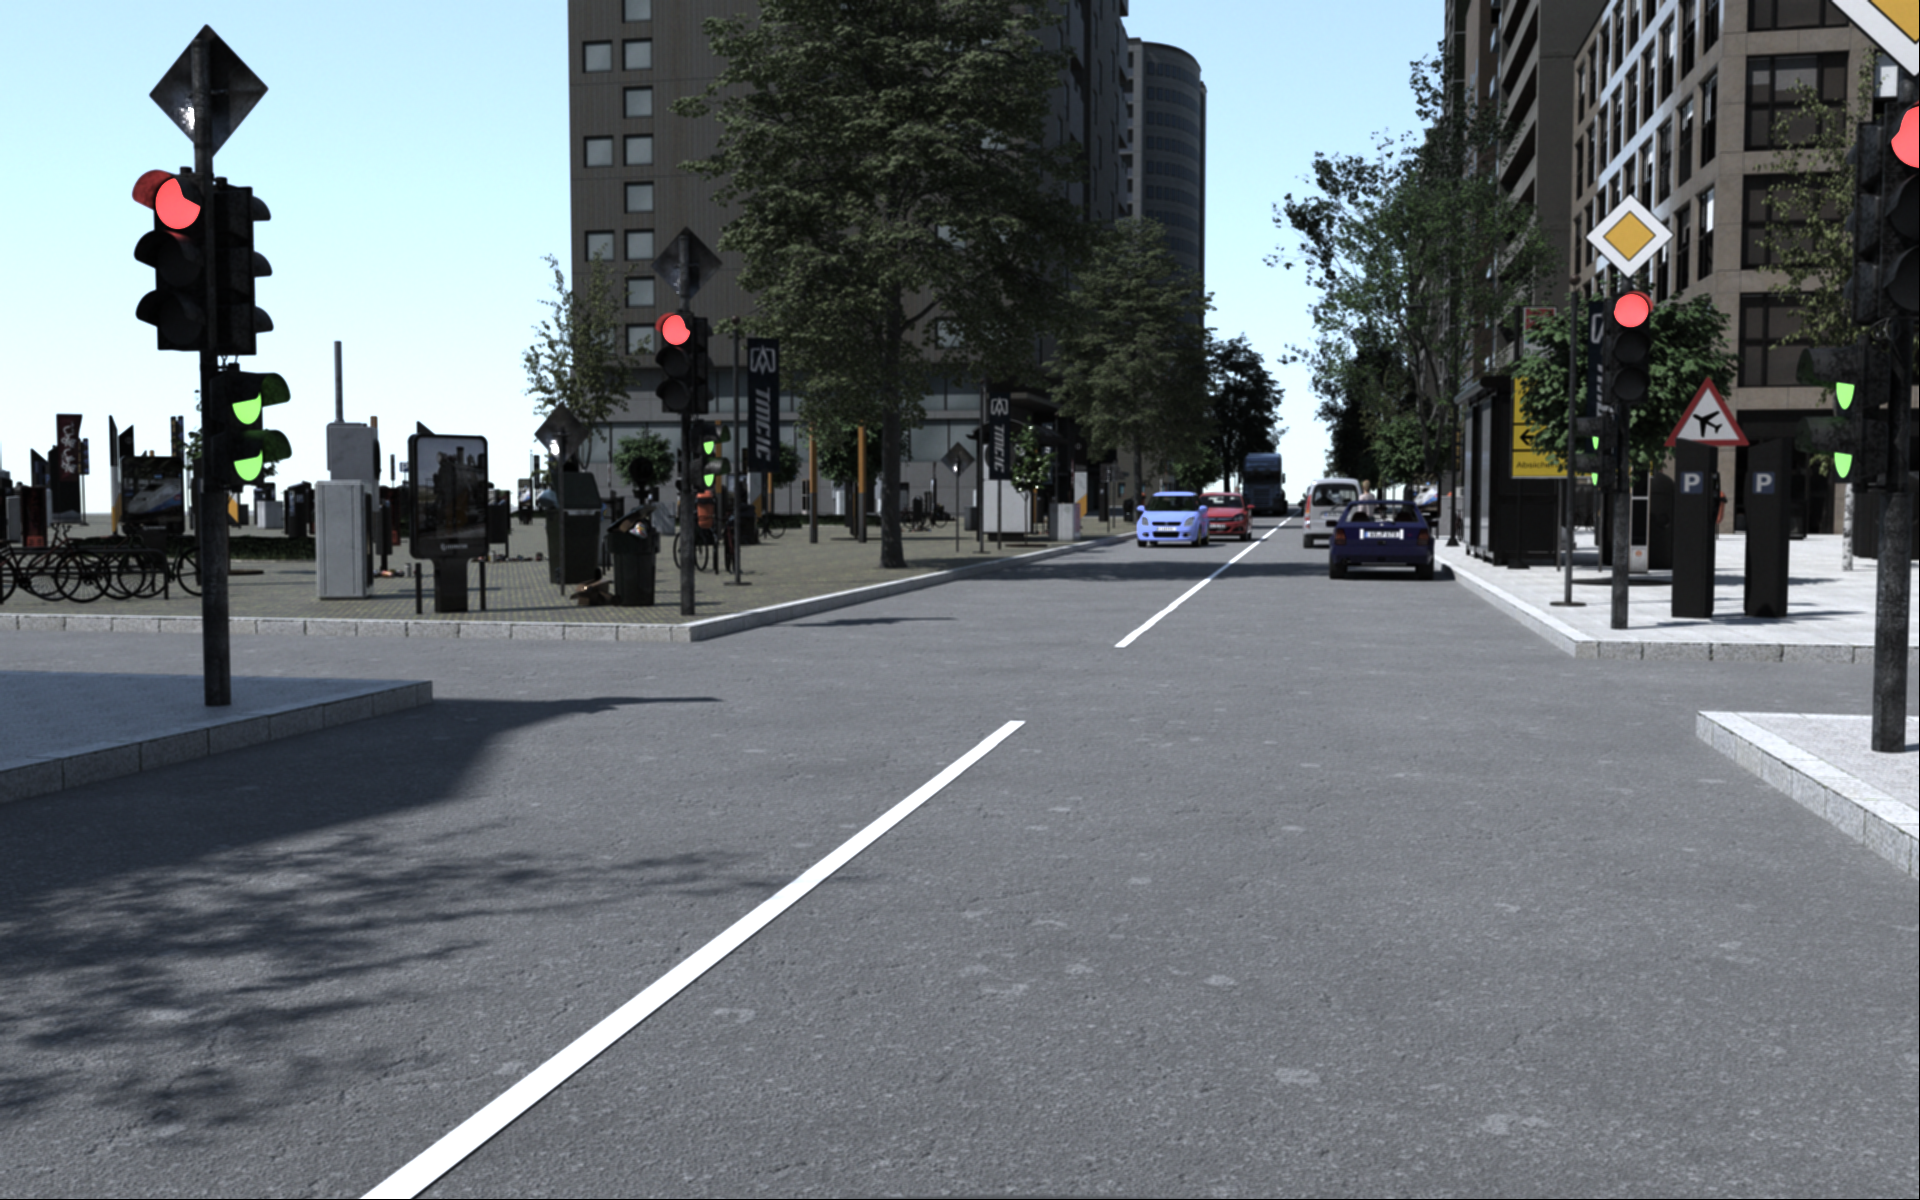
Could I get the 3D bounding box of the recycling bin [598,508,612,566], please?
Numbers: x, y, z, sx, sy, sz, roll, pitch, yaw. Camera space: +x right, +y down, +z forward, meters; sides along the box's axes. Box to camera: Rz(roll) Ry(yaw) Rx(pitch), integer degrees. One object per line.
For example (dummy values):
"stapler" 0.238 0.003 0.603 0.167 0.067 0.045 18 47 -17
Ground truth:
"recycling bin" -6.714 -1.124 30.937 0.722 1.027 0.722 2 4 29

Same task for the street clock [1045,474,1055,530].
"street clock" 3.238 -3.516 62.050 0.471 2.002 0.358 1 4 18

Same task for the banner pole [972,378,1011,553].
"banner pole" 0.698 -2.907 37.552 0.863 3.779 0.401 0 4 -1

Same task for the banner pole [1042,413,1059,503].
"banner pole" 2.812 -3.877 53.398 0.401 3.779 0.863 -3 5 -44

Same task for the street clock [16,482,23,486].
"street clock" -55.275 -5.949 101.834 0.471 2.002 0.358 3 5 44

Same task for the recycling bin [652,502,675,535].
"recycling bin" -9.393 -2.587 54.852 0.722 1.027 0.722 -1 4 -10

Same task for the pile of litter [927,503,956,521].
"pile of litter" -0.937 -4.196 82.566 1.719 0.858 1.176 2 4 32

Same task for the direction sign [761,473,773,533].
"direction sign" -6.400 -3.991 57.255 0.876 3.537 0.379 0 4 0

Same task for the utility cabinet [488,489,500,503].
"utility cabinet" -20.022 -3.973 73.632 1.173 1.500 0.318 3 5 42

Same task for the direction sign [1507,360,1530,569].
"direction sign" 9.594 -2.303 29.645 0.379 3.537 0.876 2 4 29

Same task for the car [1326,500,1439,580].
"car" 7.383 -1.085 30.325 1.945 1.354 3.894 1 4 14

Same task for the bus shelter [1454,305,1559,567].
"bus shelter" 11.133 -3.490 34.699 2.179 5.291 8.768 1 4 12

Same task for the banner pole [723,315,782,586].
"banner pole" -2.927 -2.106 24.453 0.863 3.779 0.401 -1 4 -21

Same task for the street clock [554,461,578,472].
"street clock" -8.736 -2.073 38.472 0.471 2.002 0.358 -2 4 -31

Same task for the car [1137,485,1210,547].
"car" 5.901 -2.334 47.746 1.945 1.707 3.694 1 4 13

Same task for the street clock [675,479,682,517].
"street clock" -13.819 -4.958 85.633 0.471 2.002 0.358 2 4 33

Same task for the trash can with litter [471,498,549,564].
"trash can with litter" -8.493 -1.351 33.141 1.678 1.210 2.233 2 4 33

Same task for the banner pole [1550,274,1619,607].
"banner pole" 7.232 -1.824 19.837 0.863 3.779 0.401 0 4 -2

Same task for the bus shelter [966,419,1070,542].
"bus shelter" 1.706 -3.364 48.919 2.014 3.302 5.546 1 4 12

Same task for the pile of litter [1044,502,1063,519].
"pile of litter" 5.179 -4.573 88.741 1.719 0.858 1.176 2 4 32

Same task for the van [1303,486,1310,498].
"van" 28.466 -8.160 137.803 2.240 2.365 5.245 1 4 10

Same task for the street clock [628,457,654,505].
"street clock" -6.244 -1.797 33.948 0.471 2.002 0.358 -1 4 -15

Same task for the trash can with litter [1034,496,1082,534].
"trash can with litter" 2.764 -2.704 55.274 2.233 1.210 1.678 1 4 19

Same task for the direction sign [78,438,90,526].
"direction sign" -35.617 -4.792 70.347 0.876 3.537 0.379 2 4 33

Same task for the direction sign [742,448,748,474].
"direction sign" -10.424 -5.725 85.603 0.379 3.537 0.876 3 5 41

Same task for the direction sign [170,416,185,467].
"direction sign" -22.684 -3.564 50.274 0.876 3.537 0.379 3 5 45

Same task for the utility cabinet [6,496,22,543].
"utility cabinet" -24.908 -2.101 45.516 0.306 1.237 1.020 -2 4 -34

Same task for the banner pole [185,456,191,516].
"banner pole" -45.742 -6.894 102.736 0.401 3.779 0.863 -3 5 -42

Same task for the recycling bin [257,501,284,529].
"recycling bin" -25.321 -3.122 63.600 0.722 1.027 0.722 -3 5 -44

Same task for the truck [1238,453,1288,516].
"truck" 21.168 -7.938 119.551 2.967 4.110 18.799 1 4 12

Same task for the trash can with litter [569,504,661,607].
"trash can with litter" -3.977 -0.519 19.877 1.055 1.170 0.624 1 4 15

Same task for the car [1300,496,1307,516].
"car" 23.889 -6.383 116.158 2.131 1.459 4.920 1 4 13

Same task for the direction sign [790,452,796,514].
"direction sign" -9.201 -6.239 94.006 0.876 3.537 0.379 3 5 44

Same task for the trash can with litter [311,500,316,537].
"trash can with litter" -15.202 -1.879 42.110 1.055 1.170 0.624 1 4 11

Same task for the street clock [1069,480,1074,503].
"street clock" 6.024 -5.356 92.133 0.358 2.002 0.471 -2 4 -35

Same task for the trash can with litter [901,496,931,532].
"trash can with litter" -1.757 -2.956 59.389 1.678 1.210 2.233 2 4 33

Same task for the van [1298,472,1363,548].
"van" 10.187 -2.448 47.036 2.013 2.044 4.112 1 4 12

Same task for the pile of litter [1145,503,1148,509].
"pile of litter" 9.070 -4.429 86.381 1.176 0.858 1.719 1 4 20

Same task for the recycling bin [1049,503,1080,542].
"recycling bin" 2.840 -2.109 47.031 0.722 1.027 0.722 1 4 18

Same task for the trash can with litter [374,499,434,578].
"trash can with litter" -8.984 -0.991 27.265 1.678 1.210 2.233 -1 4 -22

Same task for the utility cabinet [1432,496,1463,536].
"utility cabinet" 15.000 -2.567 53.133 1.020 1.237 0.306 0 4 -1

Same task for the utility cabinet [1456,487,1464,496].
"utility cabinet" 16.691 -2.935 56.662 1.173 1.500 0.318 -2 4 -31

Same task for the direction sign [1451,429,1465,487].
"direction sign" 17.415 -4.159 59.995 0.876 3.537 0.379 3 5 40

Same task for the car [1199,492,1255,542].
"car" 8.065 -2.723 53.561 2.155 1.783 4.494 1 4 12

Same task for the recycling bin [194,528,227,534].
"recycling bin" -20.155 -2.081 46.585 0.722 1.027 0.722 -2 4 -35

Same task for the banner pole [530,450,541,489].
"banner pole" -23.950 -6.576 97.542 0.401 3.779 0.863 2 4 34

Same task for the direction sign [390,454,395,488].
"direction sign" -32.193 -6.505 98.353 0.379 3.537 0.876 -2 4 -31

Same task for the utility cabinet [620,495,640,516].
"utility cabinet" -17.020 -4.782 89.340 1.020 1.237 0.306 -1 4 -12
